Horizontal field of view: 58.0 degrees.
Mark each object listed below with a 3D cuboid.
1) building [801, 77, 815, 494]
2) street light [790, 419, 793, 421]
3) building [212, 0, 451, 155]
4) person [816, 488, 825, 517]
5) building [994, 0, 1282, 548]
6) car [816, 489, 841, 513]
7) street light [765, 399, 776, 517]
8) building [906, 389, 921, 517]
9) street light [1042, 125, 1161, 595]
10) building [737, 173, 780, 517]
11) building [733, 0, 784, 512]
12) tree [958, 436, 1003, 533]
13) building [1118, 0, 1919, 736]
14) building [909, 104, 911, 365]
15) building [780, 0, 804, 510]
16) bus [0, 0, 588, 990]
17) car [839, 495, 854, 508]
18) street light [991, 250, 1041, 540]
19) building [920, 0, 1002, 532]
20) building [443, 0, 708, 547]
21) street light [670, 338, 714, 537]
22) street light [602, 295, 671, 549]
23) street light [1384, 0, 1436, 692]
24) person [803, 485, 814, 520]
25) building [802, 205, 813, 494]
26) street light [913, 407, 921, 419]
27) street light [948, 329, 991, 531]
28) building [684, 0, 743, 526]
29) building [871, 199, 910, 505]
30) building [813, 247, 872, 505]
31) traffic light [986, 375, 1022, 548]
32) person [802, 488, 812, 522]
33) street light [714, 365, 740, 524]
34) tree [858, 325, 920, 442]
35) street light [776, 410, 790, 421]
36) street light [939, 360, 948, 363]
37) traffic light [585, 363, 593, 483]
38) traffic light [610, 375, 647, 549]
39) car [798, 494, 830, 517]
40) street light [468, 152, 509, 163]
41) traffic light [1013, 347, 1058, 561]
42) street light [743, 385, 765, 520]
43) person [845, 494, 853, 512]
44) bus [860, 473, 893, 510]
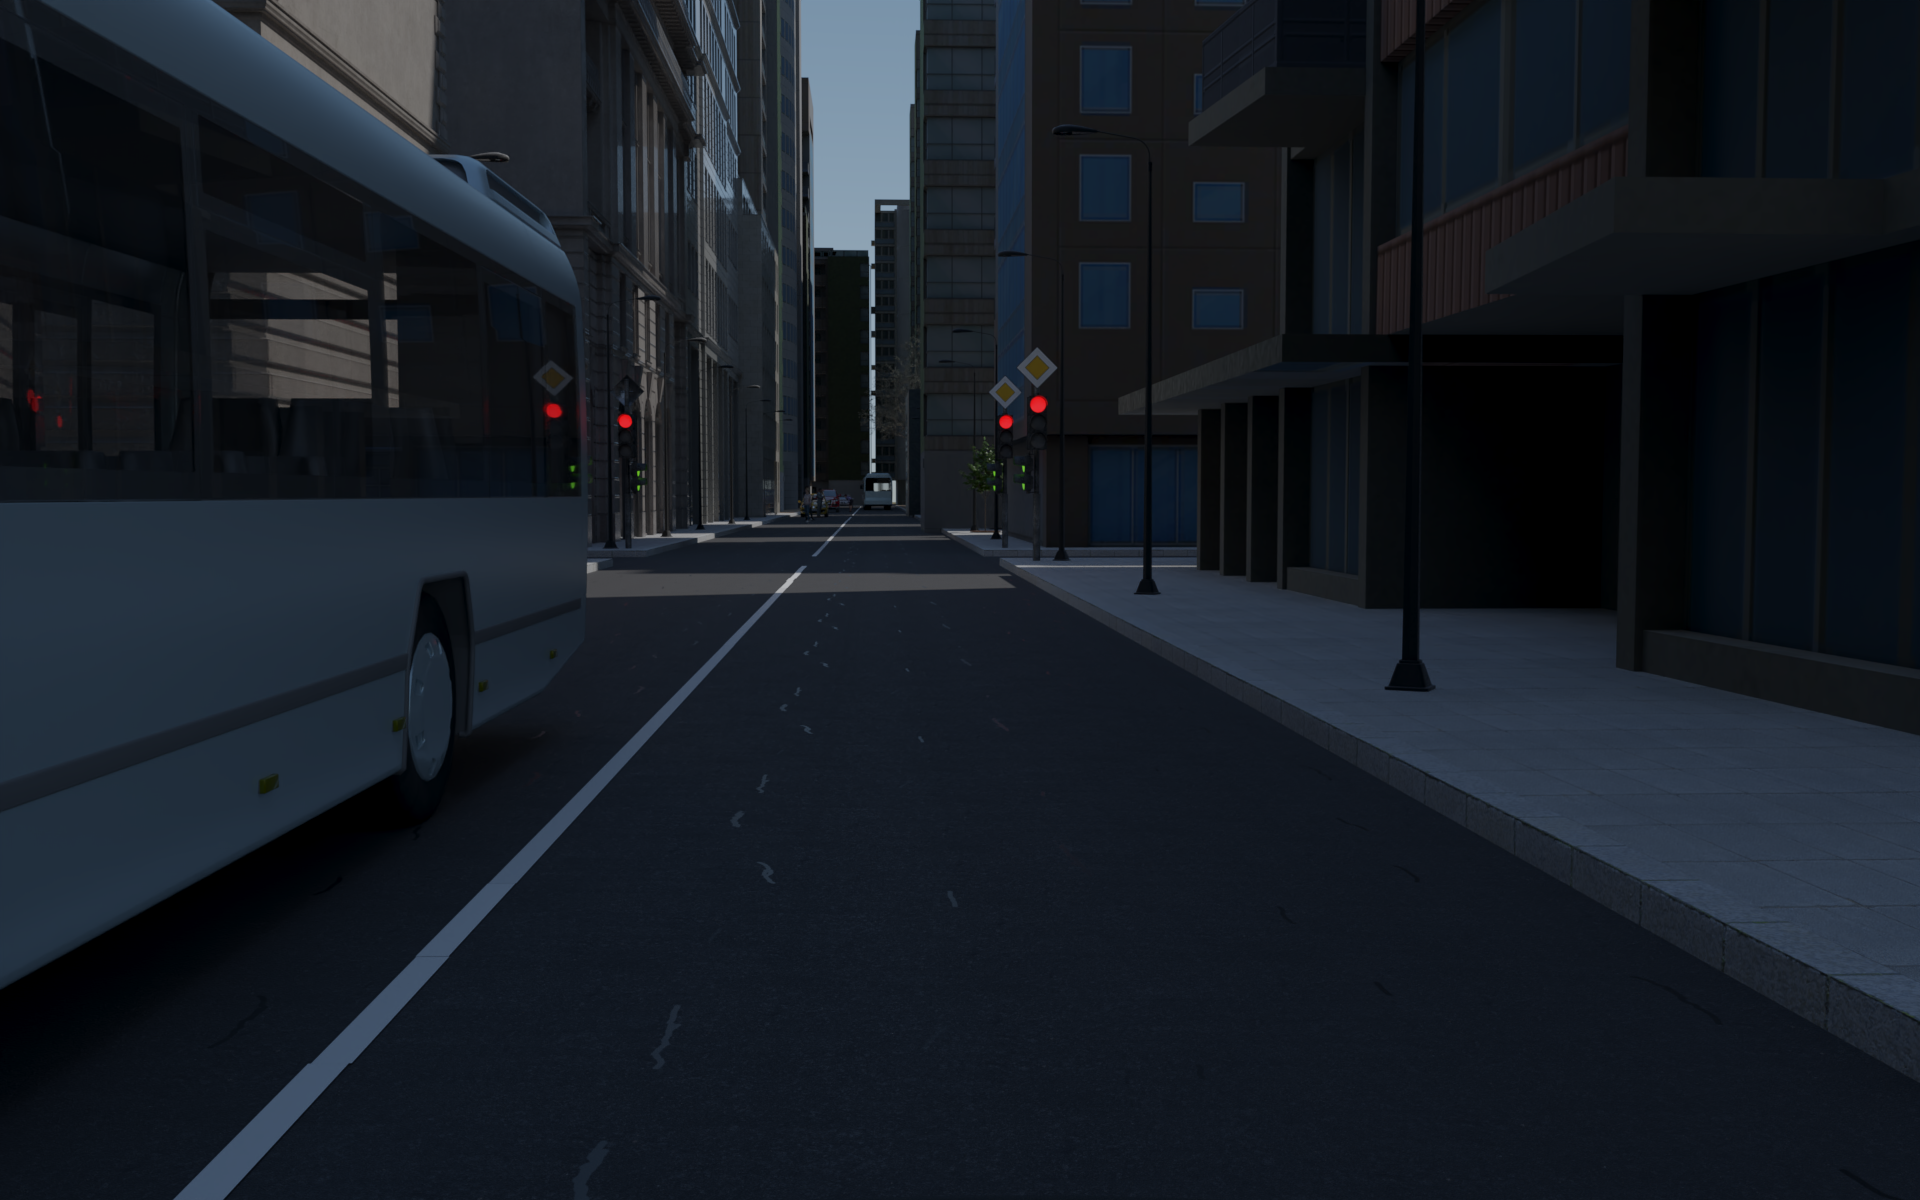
[{"bbox_3d":[-22.752,-32.600,183.122,14.200,45.320,14.600,0,4,-3],"label":"building"},{"bbox_3d":[-11.010,-8.221,106.954,1.470,5.913,1.316,0,4,-3],"label":"street light"},{"bbox_3d":[-18.541,-12.092,26.583,19.941,23.489,11.050,0,4,-3],"label":"building"},{"bbox_3d":[-8.540,-5.960,106.123,0.466,1.800,0.511,1,4,10],"label":"person"},{"bbox_3d":[8.427,-24.271,46.942,14.200,45.320,14.600,0,4,-3],"label":"building"},{"bbox_3d":[-10.490,-7.804,136.265,2.281,1.827,5.304,0,4,-4],"label":"car"},{"bbox_3d":[-9.918,-6.869,84.853,1.470,5.913,1.316,0,4,-3],"label":"street light"},{"bbox_3d":[8.261,-48.122,99.472,22.319,86.520,31.000,0,4,-3],"label":"building"},{"bbox_3d":[1.858,-3.024,21.984,1.470,5.913,1.316,0,4,-3],"label":"street light"},{"bbox_3d":[-16.398,-15.156,102.550,10.420,20.320,16.860,0,4,-3],"label":"building"},{"bbox_3d":[-19.933,-26.812,121.971,14.154,41.232,14.086,0,4,-3],"label":"building"},{"bbox_3d":[0.717,-3.851,57.566,1.663,3.219,1.824,0,3,0],"label":"tree"},{"bbox_3d":[14.251,-22.102,15.995,22.147,44.769,28.867,0,4,-3],"label":"building"},{"bbox_3d":[2.877,-28.959,157.077,14.154,41.232,14.086,0,4,-3],"label":"building"},{"bbox_3d":[-24.181,-36.781,143.373,21.231,58.520,28.212,0,4,-3],"label":"building"},{"bbox_3d":[-3.420,-0.577,4.302,2.948,3.499,13.247,0,4,-2],"label":"bus"},{"bbox_3d":[-12.040,-10.241,179.801,2.083,1.381,4.827,0,4,-3],"label":"car"},{"bbox_3d":[1.418,-3.709,33.186,1.470,5.913,1.316,0,4,-3],"label":"street light"},{"bbox_3d":[5.348,-23.645,70.184,14.154,41.232,14.086,0,4,-3],"label":"building"},{"bbox_3d":[-15.357,-12.860,52.058,13.314,21.916,24.055,0,4,-3],"label":"building"},{"bbox_3d":[-8.227,-4.834,51.583,1.470,5.913,1.316,0,4,-3],"label":"street light"},{"bbox_3d":[-7.686,-4.163,40.613,1.470,5.913,1.316,0,4,-3],"label":"street light"},{"bbox_3d":[2.421,-2.364,11.197,1.470,5.913,1.316,0,4,-3],"label":"street light"},{"bbox_3d":[-8.240,-5.288,94.315,0.648,1.900,0.474,2,4,35],"label":"person"},{"bbox_3d":[-21.790,-24.118,166.031,14.160,30.474,14.107,0,4,-3],"label":"building"},{"bbox_3d":[-1.634,-7.326,92.316,1.470,5.913,1.316,0,4,-3],"label":"street light"},{"bbox_3d":[0.484,-4.663,48.774,1.470,5.913,1.316,0,4,-3],"label":"street light"},{"bbox_3d":[-16.672,-18.437,78.930,11.434,29.767,29.804,0,4,-3],"label":"building"},{"bbox_3d":[0.960,-32.047,215.843,23.993,40.220,32.217,0,4,-3],"label":"building"},{"bbox_3d":[-17.594,-26.551,205.805,14.107,30.474,14.160,0,4,-3],"label":"building"},{"bbox_3d":[1.052,-3.196,41.176,0.839,4.253,0.868,0,4,-3],"label":"traffic light"},{"bbox_3d":[-7.691,-4.791,87.500,0.731,1.740,0.598,2,4,34],"label":"person"},{"bbox_3d":[-8.830,-5.494,62.367,1.470,5.913,1.316,0,4,-3],"label":"street light"},{"bbox_3d":[-2.149,-12.961,122.278,12.009,13.543,11.850,0,3,0],"label":"tree"},{"bbox_3d":[-10.355,-7.542,95.846,1.470,5.913,1.316,0,4,-3],"label":"street light"},{"bbox_3d":[-0.036,-5.346,59.952,1.470,5.913,1.316,0,4,-3],"label":"street light"},{"bbox_3d":[-7.397,-2.680,32.742,0.839,4.253,0.868,0,4,-3],"label":"traffic light"},{"bbox_3d":[-7.798,-3.168,40.717,0.839,4.253,0.868,0,4,-3],"label":"traffic light"},{"bbox_3d":[-9.113,-6.012,108.512,2.015,1.641,3.980,0,4,-3],"label":"car"},{"bbox_3d":[-6.832,-3.128,23.691,1.470,5.913,1.316,0,4,-3],"label":"street light"},{"bbox_3d":[1.453,-2.708,33.201,0.839,4.253,0.868,0,4,-3],"label":"traffic light"},{"bbox_3d":[-9.240,-6.210,74.072,1.470,5.913,1.316,0,4,-3],"label":"street light"},{"bbox_3d":[-8.749,-7.625,136.398,0.697,1.427,0.421,0,4,-2],"label":"person"},{"bbox_3d":[-7.738,-10.148,160.786,2.948,3.499,13.247,0,4,-4],"label":"bus"}]
